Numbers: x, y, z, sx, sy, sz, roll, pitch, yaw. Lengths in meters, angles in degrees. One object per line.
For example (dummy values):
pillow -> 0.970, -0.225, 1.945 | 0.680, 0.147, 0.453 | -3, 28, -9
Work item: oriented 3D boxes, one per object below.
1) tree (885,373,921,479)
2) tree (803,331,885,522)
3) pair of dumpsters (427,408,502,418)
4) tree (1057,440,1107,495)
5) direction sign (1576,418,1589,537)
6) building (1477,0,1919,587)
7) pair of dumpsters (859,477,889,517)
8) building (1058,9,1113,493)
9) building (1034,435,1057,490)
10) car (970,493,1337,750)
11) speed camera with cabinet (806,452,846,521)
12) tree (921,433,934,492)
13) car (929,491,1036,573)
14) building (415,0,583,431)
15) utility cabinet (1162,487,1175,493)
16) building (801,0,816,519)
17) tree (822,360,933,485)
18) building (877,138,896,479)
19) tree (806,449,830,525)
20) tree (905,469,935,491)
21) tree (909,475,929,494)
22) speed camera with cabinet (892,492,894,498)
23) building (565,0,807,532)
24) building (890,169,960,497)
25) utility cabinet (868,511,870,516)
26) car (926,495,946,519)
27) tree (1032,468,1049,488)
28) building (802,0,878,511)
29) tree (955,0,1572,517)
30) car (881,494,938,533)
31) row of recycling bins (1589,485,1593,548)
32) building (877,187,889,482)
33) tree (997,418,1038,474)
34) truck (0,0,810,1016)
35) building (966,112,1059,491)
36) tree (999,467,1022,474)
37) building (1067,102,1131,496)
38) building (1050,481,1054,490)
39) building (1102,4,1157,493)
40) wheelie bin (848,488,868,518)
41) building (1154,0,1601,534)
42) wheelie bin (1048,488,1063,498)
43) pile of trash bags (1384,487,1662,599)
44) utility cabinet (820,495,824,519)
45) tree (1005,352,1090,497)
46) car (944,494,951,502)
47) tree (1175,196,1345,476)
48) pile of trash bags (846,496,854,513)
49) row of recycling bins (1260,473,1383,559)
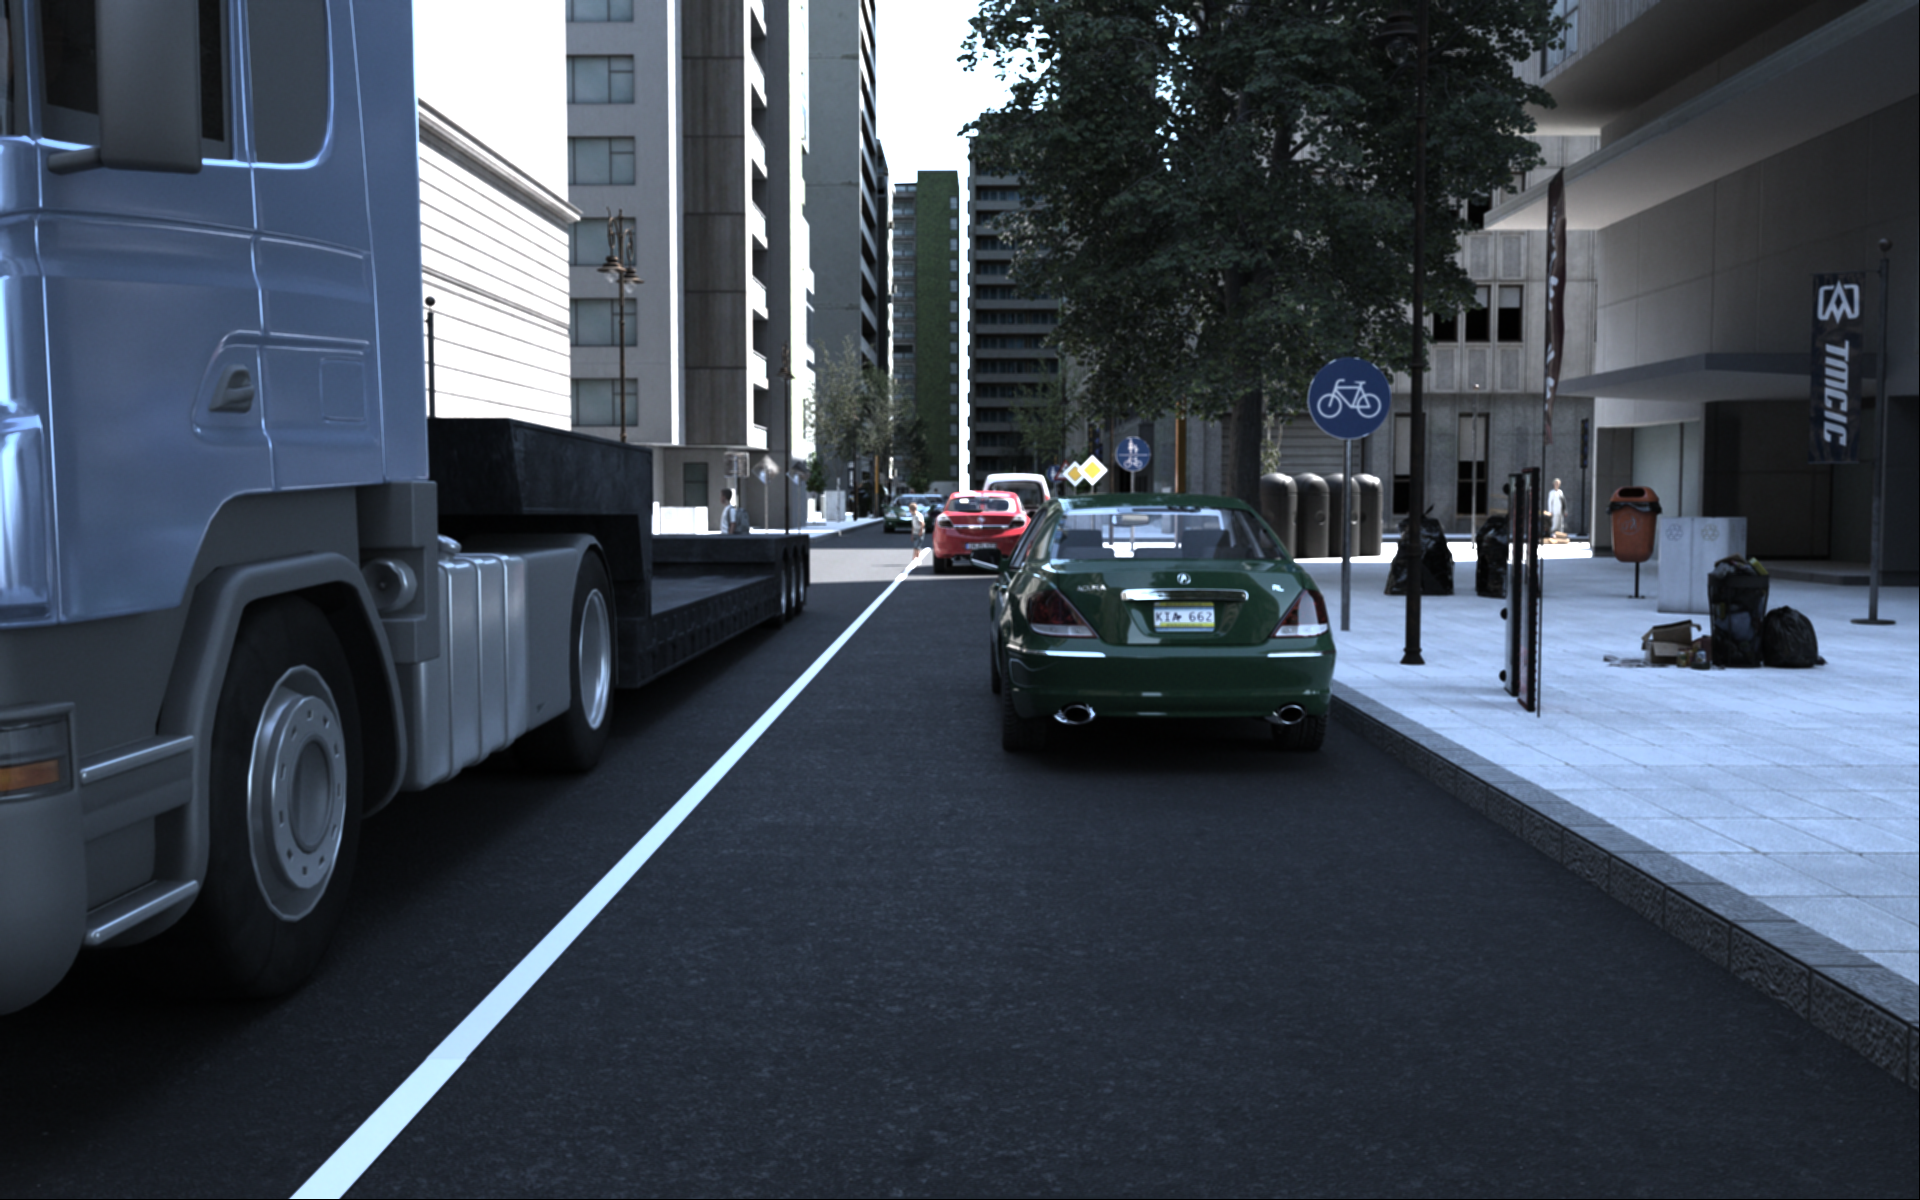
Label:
tree -> -4.705, -9.503, 105.741 | 4.360, 8.622, 3.978 | 0, 3, 0
tree -> -5.551, -7.832, 78.413 | 4.360, 8.622, 3.978 | 0, 3, 0
pair of dumpsters -> -5.740, -0.965, 18.269 | 1.574, 2.255, 4.437 | 0, 4, 1
tree -> 4.569, -4.148, 62.419 | 1.663, 3.219, 1.824 | 0, 3, 0
direction sign -> 18.840, -3.690, 52.325 | 0.379, 3.537, 0.876 | 1, 4, 8
building -> 23.847, -26.437, 21.484 | 28.713, 52.752, 27.495 | 0, 4, 1
pair of dumpsters -> -4.836, -5.759, 96.651 | 1.574, 2.255, 4.437 | 0, 4, 0
building -> 14.964, -27.942, 140.444 | 14.154, 41.232, 14.086 | 0, 4, 1
building -> 19.522, -53.221, 182.837 | 22.319, 86.520, 31.000 | 0, 4, 1
car -> 1.131, 0.042, 11.116 | 2.131, 1.459, 4.920 | 0, 4, 0
speed camera with cabinet -> -6.489, -5.398, 82.597 | 2.038, 3.252, 0.660 | -1, 4, -10
tree -> -4.530, -14.374, 185.375 | 4.360, 8.622, 3.978 | 0, 3, 0
car -> 0.461, -1.458, 32.876 | 2.155, 1.783, 4.494 | 0, 4, 2
building -> -20.673, -11.763, 34.132 | 24.055, 21.916, 13.314 | 0, 4, 1
utility cabinet -> 6.820, -2.926, 56.513 | 0.318, 1.500, 1.173 | 1, 4, 17
building -> -18.799, -47.837, 94.814 | 22.319, 86.520, 31.000 | 0, 4, 1
tree -> -5.301, -11.353, 120.036 | 7.601, 10.594, 8.767 | 2, 4, 28
building -> -19.045, -30.117, 184.297 | 23.993, 40.220, 32.217 | 0, 4, 1
tree -> -5.992, -4.739, 72.091 | 1.663, 3.219, 1.824 | 0, 3, 0
tree -> -4.579, -13.219, 199.837 | 4.285, 4.588, 4.351 | 0, 3, 0
tree -> -4.098, -10.942, 173.504 | 1.663, 3.219, 1.824 | 0, 3, 0
speed camera with cabinet -> -5.859, -8.136, 127.352 | 2.038, 3.252, 0.660 | 0, 4, 1
building -> -13.200, -23.068, 60.764 | 14.154, 41.232, 14.086 | 0, 4, 1
building -> -6.962, -32.852, 220.720 | 14.086, 41.232, 14.154 | 0, 4, 1
utility cabinet -> -5.778, -5.638, 103.342 | 0.306, 1.237, 1.020 | 2, 4, 30
car -> -1.519, -4.783, 90.202 | 2.014, 1.417, 4.499 | 0, 4, 2
tree -> 5.745, -8.221, 129.021 | 1.663, 3.219, 1.824 | 0, 3, 0
building -> -17.835, -31.426, 137.514 | 21.300, 48.544, 21.600 | 0, 4, 1
tree -> 4.110, -7.246, 25.134 | 9.857, 13.997, 8.962 | 0, 3, 0
car -> -1.883, -3.279, 65.418 | 2.131, 1.459, 4.920 | 0, 4, 1
row of recycling bins -> 15.343, -1.999, 39.802 | 1.069, 1.692, 3.534 | 0, 4, 2
building -> -13.779, -23.520, 156.250 | 14.160, 30.474, 14.107 | 0, 4, 1
tree -> 5.388, -13.022, 163.268 | 4.360, 8.622, 3.978 | 0, 3, 0
truck -> -3.071, -1.355, 11.910 | 2.967, 4.110, 18.799 | 0, 3, 0
building -> 11.661, -36.666, 223.183 | 21.600, 48.544, 21.300 | 0, 4, 1
tree -> 5.908, -13.489, 204.266 | 4.285, 4.588, 4.351 | 0, 3, 0
building -> 17.253, -18.681, 109.956 | 19.350, 26.468, 34.151 | 0, 4, 1
building -> 18.865, -43.948, 156.801 | 20.563, 71.187, 20.611 | 0, 4, 1
building -> 14.562, -17.578, 80.916 | 14.314, 27.812, 24.014 | 0, 4, 1
wheelie bin -> -5.355, -5.228, 93.389 | 0.980, 1.594, 0.693 | -3, 4, -38
building -> 17.369, -14.819, 60.316 | 19.932, 24.808, 12.078 | 0, 4, 1
wheelie bin -> 5.159, -5.225, 93.342 | 0.693, 1.594, 0.980 | -3, 4, -38
pile of trash bags -> 7.061, -0.746, 21.944 | 3.447, 1.369, 1.912 | 2, 4, 33
utility cabinet -> -6.808, -4.838, 90.265 | 0.306, 1.237, 1.020 | 3, 5, 41
tree -> 4.616, -8.366, 87.151 | 4.737, 8.622, 4.395 | 0, 3, 0
car -> -0.923, -10.384, 181.775 | 2.014, 1.417, 4.499 | 0, 3, 0
tree -> 7.029, -5.506, 40.390 | 4.360, 8.622, 3.978 | 0, 3, 0
pile of trash bags -> -6.536, -6.620, 117.995 | 1.912, 1.369, 3.447 | -3, 5, -43
row of recycling bins -> 7.289, -1.702, 34.945 | 3.534, 1.692, 1.069 | -3, 4, -39
